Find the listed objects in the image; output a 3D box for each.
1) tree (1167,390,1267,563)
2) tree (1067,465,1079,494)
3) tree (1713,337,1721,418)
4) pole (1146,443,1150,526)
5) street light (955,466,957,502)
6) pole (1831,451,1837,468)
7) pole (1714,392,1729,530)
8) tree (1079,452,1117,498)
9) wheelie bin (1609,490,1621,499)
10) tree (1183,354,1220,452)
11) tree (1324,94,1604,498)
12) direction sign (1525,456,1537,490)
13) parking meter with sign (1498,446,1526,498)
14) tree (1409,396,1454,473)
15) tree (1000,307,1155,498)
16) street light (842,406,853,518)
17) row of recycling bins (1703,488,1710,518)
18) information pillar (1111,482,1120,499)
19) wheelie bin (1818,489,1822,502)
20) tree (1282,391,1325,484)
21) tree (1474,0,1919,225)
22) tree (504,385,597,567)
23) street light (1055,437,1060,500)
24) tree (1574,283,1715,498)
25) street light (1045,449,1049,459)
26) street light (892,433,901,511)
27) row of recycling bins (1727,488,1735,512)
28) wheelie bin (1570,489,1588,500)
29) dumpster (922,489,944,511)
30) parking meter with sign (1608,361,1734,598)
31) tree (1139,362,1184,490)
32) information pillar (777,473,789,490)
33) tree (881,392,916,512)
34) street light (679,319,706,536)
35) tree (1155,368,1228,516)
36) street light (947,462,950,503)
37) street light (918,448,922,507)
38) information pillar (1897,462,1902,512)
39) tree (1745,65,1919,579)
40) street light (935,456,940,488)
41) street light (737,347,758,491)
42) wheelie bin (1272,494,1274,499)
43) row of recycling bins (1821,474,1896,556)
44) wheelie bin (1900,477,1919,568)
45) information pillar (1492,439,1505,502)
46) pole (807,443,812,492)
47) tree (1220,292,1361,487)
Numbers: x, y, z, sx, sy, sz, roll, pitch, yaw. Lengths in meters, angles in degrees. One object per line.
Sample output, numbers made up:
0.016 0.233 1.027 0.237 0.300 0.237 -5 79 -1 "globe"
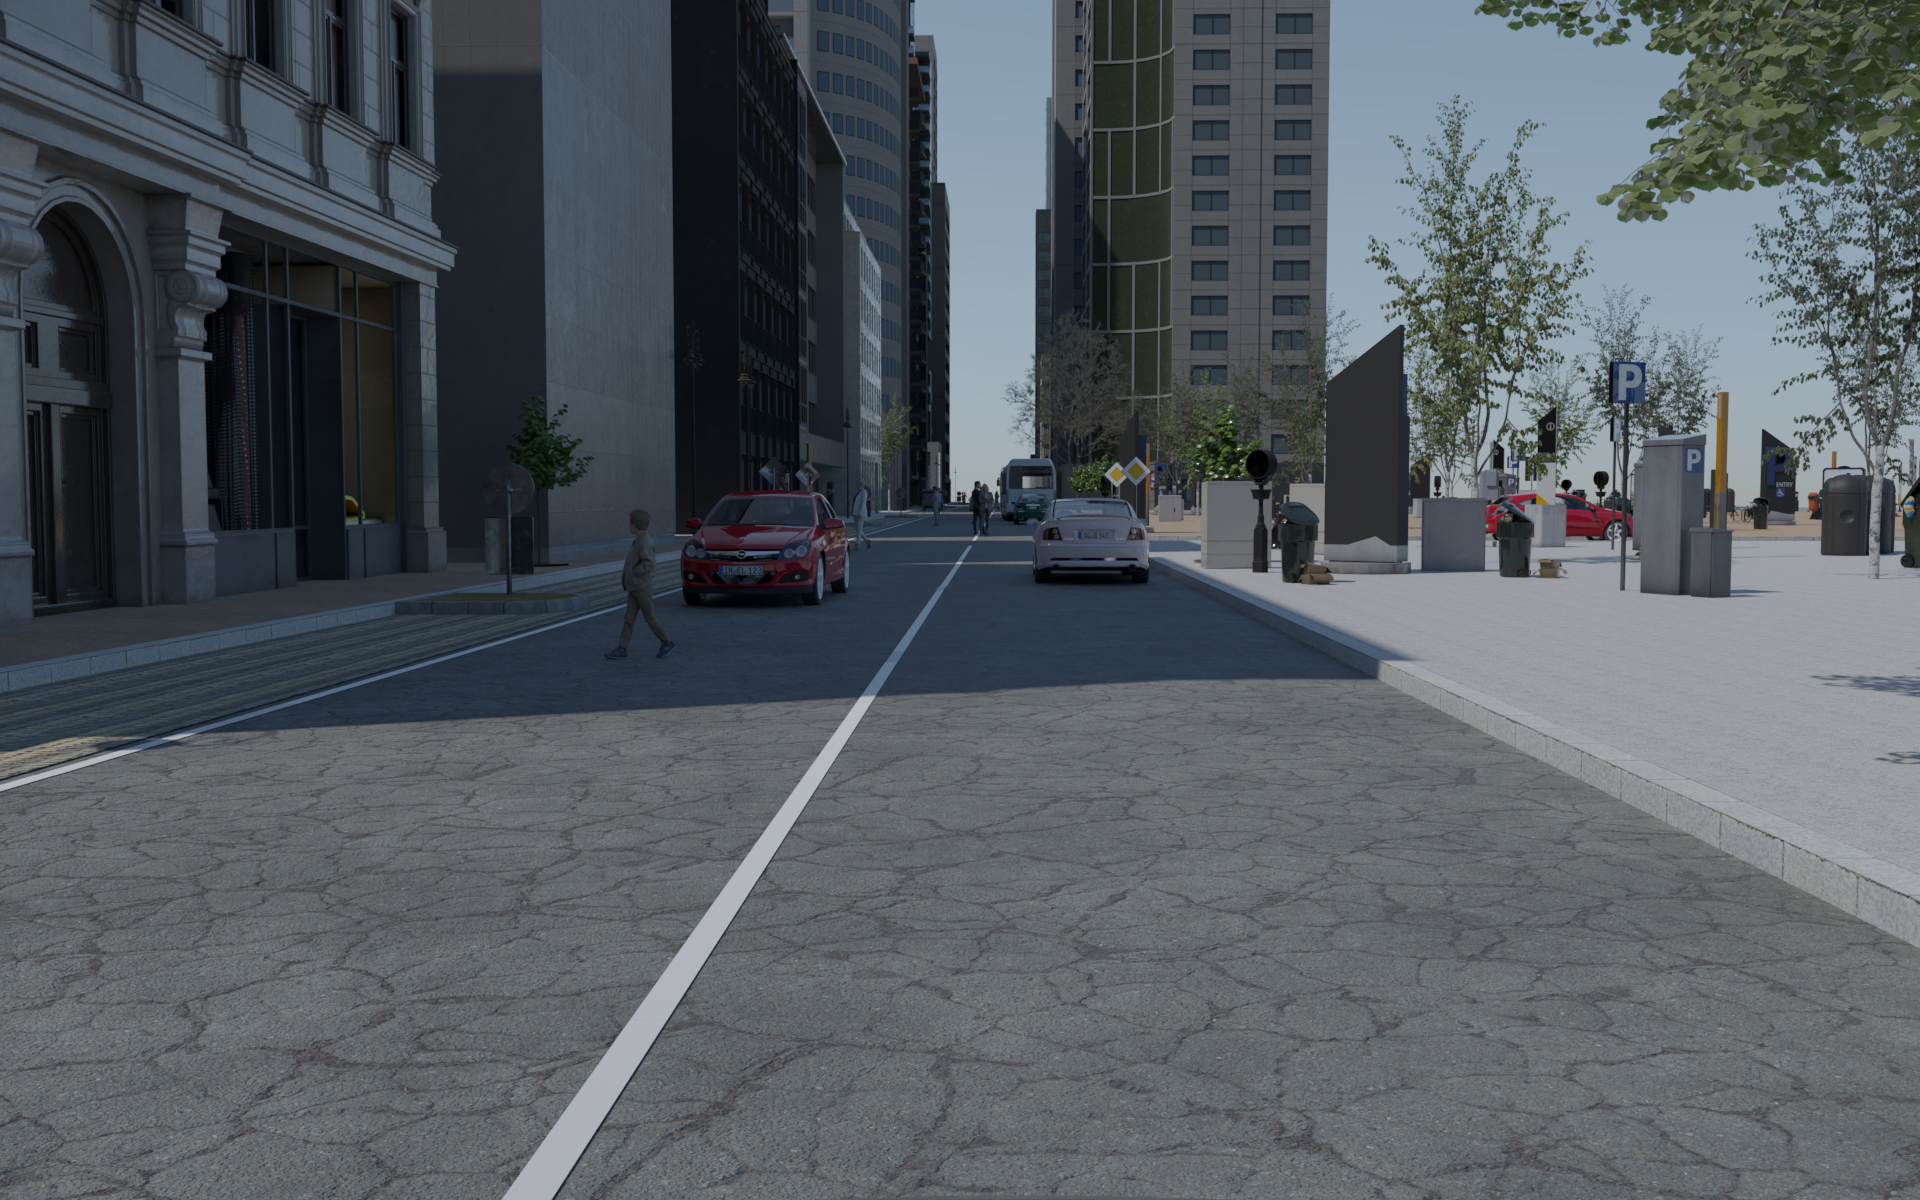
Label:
4.963 -2.298 32.166 1.663 3.219 1.824 0 3 0 "tree"
7.207 -6.118 94.632 1.663 3.219 1.824 0 3 0 "tree"
31.155 -7.639 75.261 4.360 8.622 3.978 0 3 0 "tree"
7.528 -4.646 69.809 0.158 3.312 0.155 0 3 0 "pole"
-0.731 -19.293 288.231 0.468 5.910 1.993 0 4 1 "street light"
41.626 -5.425 82.544 0.158 3.312 0.155 0 3 0 "pole"
15.233 -2.497 34.663 0.158 3.312 0.155 0 3 0 "pole"
6.593 -5.048 77.140 1.663 3.219 1.824 0 3 0 "tree"
46.026 -6.957 121.651 0.693 1.594 0.980 3 5 45 "wheelie bin"
13.695 -8.293 85.953 4.360 8.622 3.978 0 3 0 "tree"
9.573 -4.991 31.963 4.737 8.622 4.395 0 3 0 "tree"
34.422 -6.868 104.284 0.876 3.537 0.379 -1 4 -9 "direction sign"
20.072 -4.114 63.523 0.543 3.016 1.738 0 4 -8 "parking meter with sign"
33.734 -10.700 125.304 4.360 8.622 3.978 0 3 0 "tree"
7.731 -12.494 114.654 12.009 13.543 11.850 0 3 0 "tree"
-5.934 -7.261 91.497 0.468 5.910 1.993 0 4 1 "street light"
38.005 -5.229 92.606 3.534 1.692 1.069 1 4 14 "row of recycling bins"
5.626 -3.554 62.592 0.304 2.012 0.304 0 4 7 "information pillar"
55.731 -6.348 111.691 0.693 1.594 0.980 -2 4 -31 "wheelie bin"
24.986 -10.648 124.451 4.737 8.622 4.395 0 3 0 "tree"
5.460 -5.475 7.649 7.486 12.596 7.792 0 3 0 "tree"
-7.526 -2.212 30.774 1.663 3.219 1.824 0 3 0 "tree"
7.374 -9.734 131.930 0.468 5.910 1.993 0 4 1 "street light"
23.177 -6.711 60.091 4.360 8.622 3.978 0 3 0 "tree"
8.439 -11.984 168.730 0.468 5.910 1.993 0 4 1 "street light"
-4.736 -9.700 131.389 0.468 5.910 1.993 0 4 1 "street light"
53.291 -7.067 122.664 1.069 1.692 3.534 -2 4 -27 "row of recycling bins"
42.625 -6.792 118.951 0.980 1.594 0.693 0 4 -2 "wheelie bin"
-2.289 -8.405 145.641 1.865 1.857 1.264 0 4 3 "dumpster"
9.102 -1.582 22.125 0.543 3.016 1.738 -1 4 -22 "parking meter with sign"
11.638 -8.713 92.825 4.360 8.622 3.978 0 3 0 "tree"
-6.281 -3.492 61.581 0.304 2.012 0.304 3 5 45 "information pillar"
-5.307 -10.614 123.903 4.737 8.622 4.395 0 3 0 "tree"
-7.050 -4.467 45.815 0.468 5.910 1.993 0 4 1 "street light"
13.603 -9.189 100.607 4.737 8.622 4.395 0 3 0 "tree"
-1.669 -17.049 251.537 0.468 5.910 1.993 0 4 1 "street light"
-3.856 -11.969 168.479 0.468 5.910 1.993 0 4 1 "street light"
67.662 -8.153 124.657 0.183 3.616 0.504 3 5 44 "information pillar"
13.911 -4.635 26.139 4.360 8.622 3.978 0 3 0 "tree"
-2.670 -14.780 214.445 0.468 5.910 1.993 0 4 1 "street light"
-6.706 -5.016 54.798 0.468 5.910 1.993 0 4 1 "street light"
21.503 -6.896 120.652 0.693 1.594 0.980 1 4 15 "wheelie bin"
19.332 -1.837 37.141 1.069 1.692 3.534 3 5 39 "row of recycling bins"
16.833 -1.355 30.059 0.980 1.594 0.693 -2 4 -29 "wheelie bin"
22.958 -5.050 73.920 0.504 3.616 0.183 2 4 34 "information pillar"
-6.077 -4.649 69.855 0.158 3.312 0.155 0 3 0 "pole"
12.578 -6.900 63.171 4.360 8.622 3.978 0 3 0 "tree"
